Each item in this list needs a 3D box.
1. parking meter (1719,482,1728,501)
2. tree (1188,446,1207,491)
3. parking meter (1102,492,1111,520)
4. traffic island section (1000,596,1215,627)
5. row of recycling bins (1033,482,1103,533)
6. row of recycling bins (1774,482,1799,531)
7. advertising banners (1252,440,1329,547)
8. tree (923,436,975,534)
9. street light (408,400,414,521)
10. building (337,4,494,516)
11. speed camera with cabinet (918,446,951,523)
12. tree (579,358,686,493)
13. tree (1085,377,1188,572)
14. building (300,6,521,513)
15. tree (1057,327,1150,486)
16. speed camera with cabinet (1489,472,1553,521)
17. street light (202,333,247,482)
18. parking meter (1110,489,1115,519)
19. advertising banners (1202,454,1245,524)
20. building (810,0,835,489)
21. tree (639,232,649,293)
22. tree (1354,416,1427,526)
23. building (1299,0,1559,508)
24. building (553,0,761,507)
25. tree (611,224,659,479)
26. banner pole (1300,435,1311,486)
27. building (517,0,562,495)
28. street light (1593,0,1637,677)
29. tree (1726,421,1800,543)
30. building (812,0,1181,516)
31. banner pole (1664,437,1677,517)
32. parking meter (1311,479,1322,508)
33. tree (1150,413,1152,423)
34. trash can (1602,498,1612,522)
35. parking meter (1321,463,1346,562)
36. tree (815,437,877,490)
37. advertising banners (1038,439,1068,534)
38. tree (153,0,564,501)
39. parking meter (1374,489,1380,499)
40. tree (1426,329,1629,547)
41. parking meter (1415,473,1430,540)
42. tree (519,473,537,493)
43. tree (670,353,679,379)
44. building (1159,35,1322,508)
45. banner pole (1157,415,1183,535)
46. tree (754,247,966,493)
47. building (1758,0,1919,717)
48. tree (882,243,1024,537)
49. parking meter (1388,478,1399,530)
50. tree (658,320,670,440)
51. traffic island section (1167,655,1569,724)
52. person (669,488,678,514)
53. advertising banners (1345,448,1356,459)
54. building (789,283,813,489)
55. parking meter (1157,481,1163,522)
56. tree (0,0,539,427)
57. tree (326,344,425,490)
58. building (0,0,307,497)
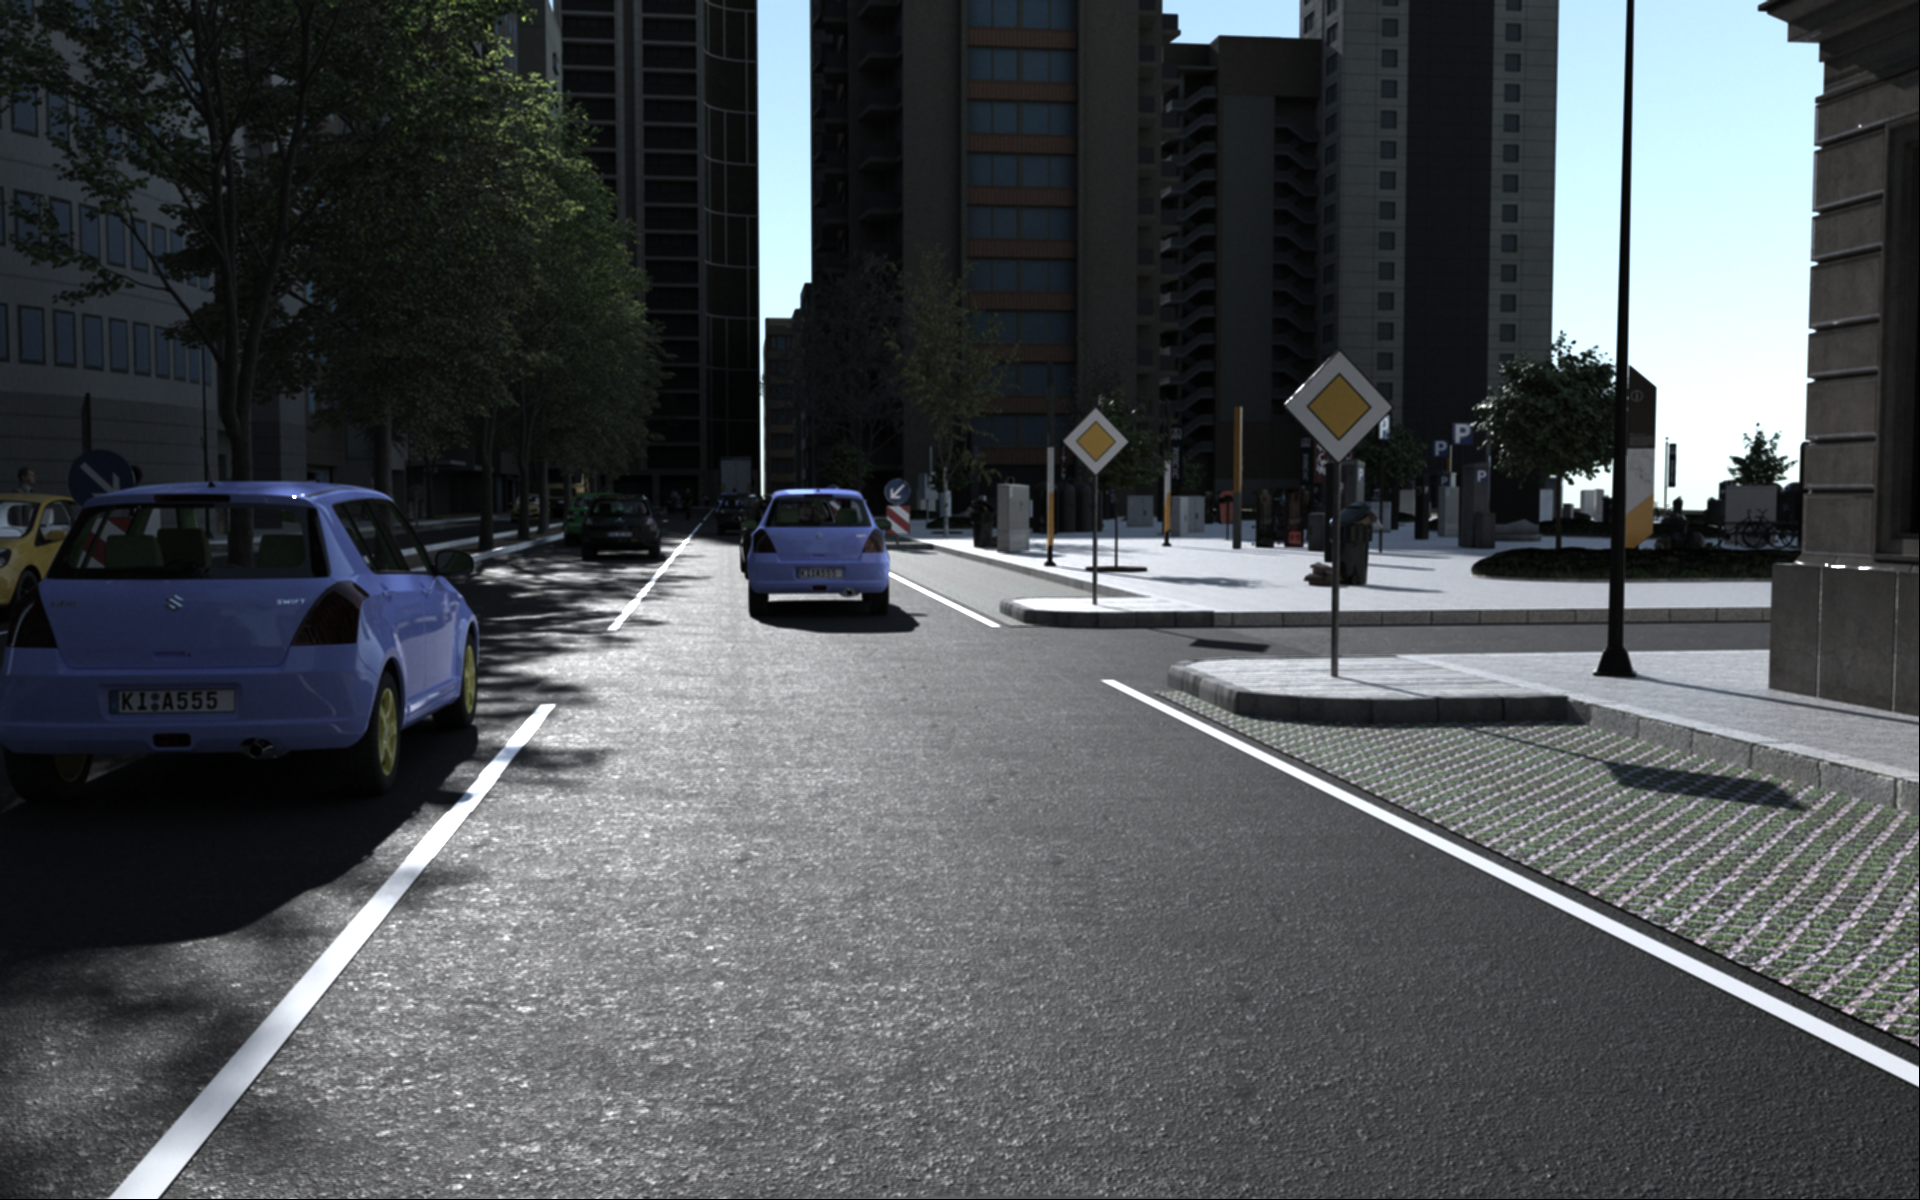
[{"bbox_3d":[38.062,-4.932,86.351,0.399,1.863,0.255,2,4,33],"label":"parking meter"},{"bbox_3d":[7.542,-3.958,59.317,1.663,3.219,1.824,0,3,0],"label":"tree"},{"bbox_3d":[7.347,-4.961,86.817,0.399,1.863,0.255,-2,4,-27],"label":"parking meter"},{"bbox_3d":[1.584,0.132,20.117,2.009,0.180,2.903,0,4,-8],"label":"traffic island section"},{"bbox_3d":[3.713,-3.148,58.587,1.069,1.692,3.534,3,4,38],"label":"row of recycling bins"},{"bbox_3d":[29.027,-3.214,59.669,1.069,1.692,3.534,-1,4,-19],"label":"row of recycling bins"},{"bbox_3d":[8.053,-2.791,41.817,2.074,3.025,0.090,-1,4,-13],"label":"advertising banners"},{"bbox_3d":[-0.529,-3.777,56.363,1.663,3.219,1.824,0,3,0],"label":"tree"},{"bbox_3d":[-25.416,-6.677,81.704,1.470,5.913,1.316,0,4,-8],"label":"street light"},{"bbox_3d":[-43.570,-31.411,102.816,28.713,52.752,27.495,0,4,-8],"label":"building"},{"bbox_3d":[-0.748,-4.781,72.511,2.038,3.252,0.660,-2,4,-33],"label":"speed camera with cabinet"},{"bbox_3d":[-17.660,-9.060,85.004,8.767,10.594,7.601,0,4,-8],"label":"tree"},{"bbox_3d":[2.577,-2.092,28.805,1.663,3.219,1.824,0,3,0],"label":"tree"},{"bbox_3d":[-39.611,-29.040,124.914,14.600,45.320,14.200,0,4,-8],"label":"building"},{"bbox_3d":[6.251,-7.737,76.870,4.360,8.622,3.978,0,3,0],"label":"tree"},{"bbox_3d":[18.491,-3.843,57.175,2.038,3.252,0.660,0,4,-5],"label":"speed camera with cabinet"},{"bbox_3d":[-21.125,-4.724,49.773,1.470,5.913,1.316,0,4,-8],"label":"street light"},{"bbox_3d":[7.908,-4.971,89.693,0.372,1.533,0.369,0,3,0],"label":"parking meter"},{"bbox_3d":[11.383,-4.809,74.816,2.074,3.025,0.090,-1,4,-20],"label":"advertising banners"},{"bbox_3d":[-4.643,-27.607,134.970,14.154,41.232,14.086,0,4,-8],"label":"building"},{"bbox_3d":[-11.690,-7.004,42.735,9.928,11.665,9.643,0,3,0],"label":"tree"},{"bbox_3d":[17.454,-5.331,70.883,4.285,4.588,4.351,0,3,0],"label":"tree"},{"bbox_3d":[43.020,-44.562,166.843,20.611,71.187,20.563,0,4,-8],"label":"building"},{"bbox_3d":[-31.761,-45.629,184.286,20.611,71.187,20.563,0,4,-8],"label":"building"},{"bbox_3d":[-14.962,-8.625,61.610,7.486,12.596,7.792,0,3,0],"label":"tree"},{"bbox_3d":[12.939,-4.535,64.164,0.863,3.779,0.401,3,5,40],"label":"banner pole"},{"bbox_3d":[-47.054,-32.477,154.698,21.600,48.544,21.300,0,4,-8],"label":"building"},{"bbox_3d":[4.115,-2.417,12.058,1.470,5.913,1.316,0,4,-8],"label":"street light"},{"bbox_3d":[21.281,-3.160,46.263,1.663,3.219,1.824,0,3,0],"label":"tree"},{"bbox_3d":[1.746,-28.065,113.491,22.147,44.769,28.867,0,4,-8],"label":"building"},{"bbox_3d":[30.984,-5.237,75.639,0.401,3.779,0.863,-1,4,-16],"label":"banner pole"},{"bbox_3d":[11.530,-3.066,55.834,0.255,1.863,0.399,-3,5,-44],"label":"parking meter"},{"bbox_3d":[8.098,-8.828,94.692,4.360,8.622,3.978,0,3,0],"label":"tree"},{"bbox_3d":[26.169,-3.548,69.658,0.748,1.137,0.748,0,3,0],"label":"trash can"},{"bbox_3d":[7.073,-1.648,32.660,0.255,1.863,0.399,3,4,38],"label":"parking meter"},{"bbox_3d":[-6.298,-6.908,96.664,4.285,4.588,4.351,0,3,0],"label":"tree"},{"bbox_3d":[2.986,-3.630,55.541,0.090,3.025,2.074,-1,4,-23],"label":"advertising banners"},{"bbox_3d":[-10.655,-6.790,31.606,7.486,12.596,7.792,0,3,0],"label":"tree"},{"bbox_3d":[21.000,-4.813,87.101,0.372,1.533,0.369,0,3,0],"label":"parking meter"},{"bbox_3d":[11.982,-3.115,34.649,4.285,4.588,4.351,0,3,0],"label":"tree"},{"bbox_3d":[13.063,-2.646,48.968,0.399,1.863,0.255,-3,5,-43],"label":"parking meter"},{"bbox_3d":[-34.488,-8.756,137.767,1.663,3.219,1.824,0,3,0],"label":"tree"},{"bbox_3d":[-16.377,-9.548,76.700,7.486,12.596,7.792,0,3,0],"label":"tree"},{"bbox_3d":[25.445,-31.658,167.721,14.200,45.320,14.600,0,4,-8],"label":"building"},{"bbox_3d":[6.647,-3.951,54.611,0.863,3.779,0.401,2,4,24],"label":"banner pole"},{"bbox_3d":[-4.889,-10.697,85.263,12.009,13.543,11.850,0,3,0],"label":"tree"},{"bbox_3d":[11.211,-8.432,2.494,10.561,19.102,19.286,0,4,-8],"label":"building"},{"bbox_3d":[-0.356,-6.141,50.765,4.737,8.622,4.395,0,3,0],"label":"tree"},{"bbox_3d":[15.601,-3.464,62.350,0.255,1.863,0.399,-1,4,-11],"label":"parking meter"},{"bbox_3d":[-15.807,-9.086,69.136,7.486,12.596,7.792,0,3,0],"label":"tree"},{"bbox_3d":[2.654,0.616,12.204,2.009,0.180,2.903,0,4,-8],"label":"traffic island section"},{"bbox_3d":[-20.408,-7.021,123.163,0.709,1.838,0.599,2,4,30],"label":"person"},{"bbox_3d":[13.286,-4.068,62.694,2.074,3.025,0.090,0,4,5],"label":"advertising banners"},{"bbox_3d":[-0.910,-19.139,157.964,27.650,21.520,28.899,0,4,-8],"label":"building"},{"bbox_3d":[9.344,-4.563,80.315,0.255,1.863,0.399,2,4,29],"label":"parking meter"},{"bbox_3d":[-9.347,-5.757,22.342,9.928,11.665,9.643,0,3,0],"label":"tree"},{"bbox_3d":[-25.247,-7.629,75.094,4.360,8.622,3.978,0,3,0],"label":"tree"},{"bbox_3d":[-34.215,-31.144,51.206,21.231,58.520,28.212,0,4,-8],"label":"building"}]
